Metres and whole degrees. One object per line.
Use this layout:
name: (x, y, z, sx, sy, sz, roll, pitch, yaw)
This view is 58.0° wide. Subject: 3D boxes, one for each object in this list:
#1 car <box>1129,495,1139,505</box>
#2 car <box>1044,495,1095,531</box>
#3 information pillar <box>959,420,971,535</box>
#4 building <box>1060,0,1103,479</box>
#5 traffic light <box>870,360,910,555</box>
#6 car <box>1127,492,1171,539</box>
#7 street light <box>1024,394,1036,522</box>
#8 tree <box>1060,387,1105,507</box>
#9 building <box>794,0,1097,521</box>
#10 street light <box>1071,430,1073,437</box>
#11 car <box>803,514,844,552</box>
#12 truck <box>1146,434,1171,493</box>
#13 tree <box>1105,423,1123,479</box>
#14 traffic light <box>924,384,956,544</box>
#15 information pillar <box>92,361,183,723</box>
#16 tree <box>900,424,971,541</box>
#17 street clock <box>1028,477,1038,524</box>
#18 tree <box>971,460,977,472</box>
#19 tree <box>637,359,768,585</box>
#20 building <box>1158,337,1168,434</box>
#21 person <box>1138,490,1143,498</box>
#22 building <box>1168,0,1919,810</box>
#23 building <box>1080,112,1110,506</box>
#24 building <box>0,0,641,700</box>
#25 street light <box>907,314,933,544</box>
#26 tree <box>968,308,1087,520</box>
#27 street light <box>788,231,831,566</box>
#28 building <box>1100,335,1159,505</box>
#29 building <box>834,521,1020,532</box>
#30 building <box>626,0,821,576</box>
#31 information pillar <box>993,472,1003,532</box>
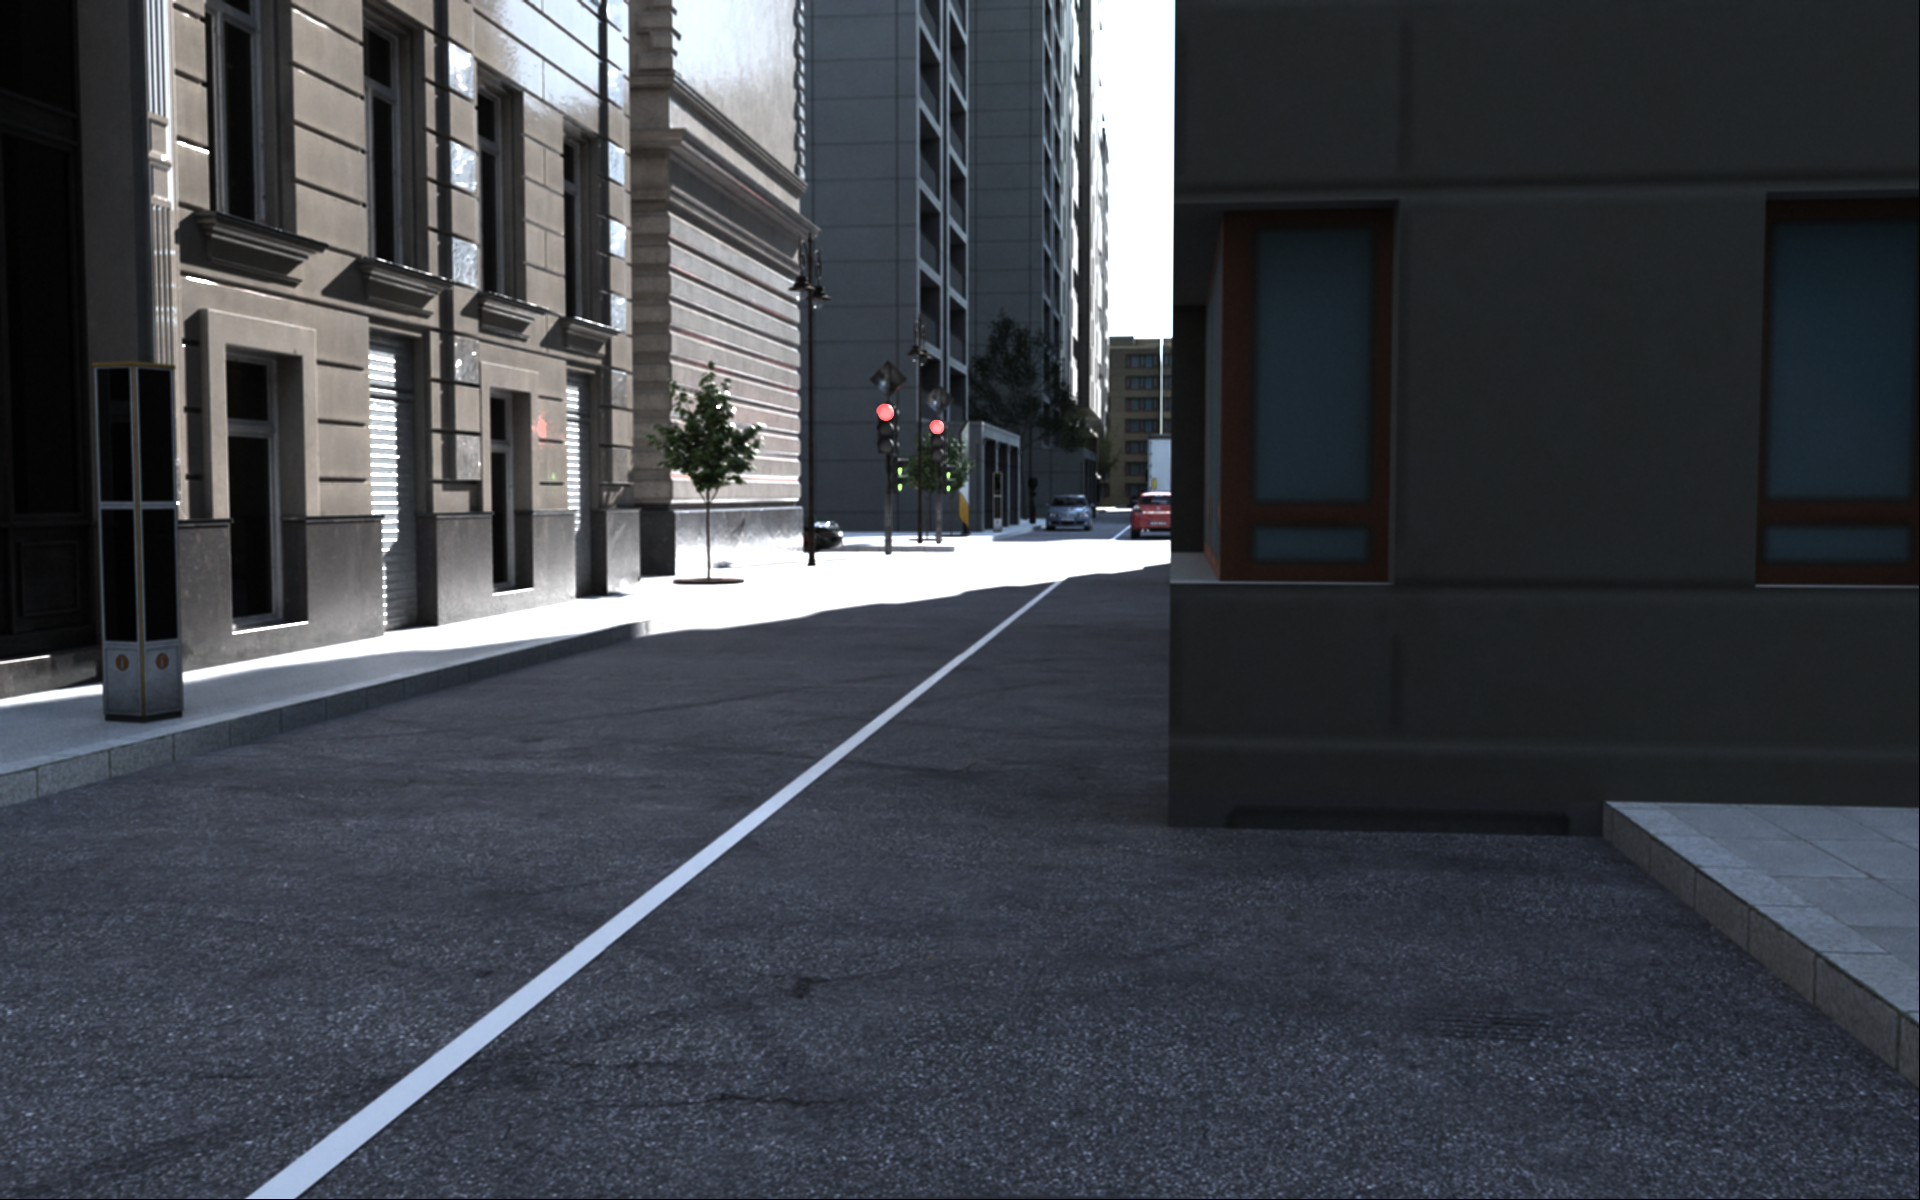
car: (19.536, -10.864, 190.210, 1.945, 1.354, 3.894, 0, 4, 6)
car: (4.380, -3.494, 69.126, 2.014, 1.417, 4.499, 0, 4, 6)
information pillar: (0.134, -3.876, 54.724, 0.183, 3.616, 0.504, 2, 4, 31)
building: (-0.708, -34.955, 160.754, 28.713, 52.752, 27.495, 0, 4, 7)
traffic light: (-1.491, -2.902, 36.362, 0.839, 4.253, 0.868, 0, 4, 7)
car: (6.548, -2.925, 56.861, 2.155, 1.783, 4.494, 0, 4, 7)
street light: (3.224, -6.490, 78.897, 0.468, 5.910, 1.993, 0, 4, 7)
tree: (7.191, -10.151, 116.327, 4.737, 8.622, 4.395, 0, 3, 0)
building: (-2.363, -40.502, 100.465, 20.563, 71.187, 20.611, 0, 4, 7)
street light: (7.369, -8.576, 113.009, 0.468, 5.910, 1.993, 0, 4, 7)
car: (-4.898, -1.938, 41.473, 4.222, 1.686, 2.009, 0, 4, 7)
truck: (10.675, -5.976, 86.614, 2.839, 4.237, 11.283, 0, 4, 7)
tree: (14.609, -13.868, 177.111, 4.737, 8.622, 4.395, 0, 3, 0)
traffic light: (-0.527, -3.386, 44.289, 0.839, 4.253, 0.868, 0, 4, 7)
information pillar: (-4.653, -0.326, 9.815, 0.304, 2.012, 0.304, 1, 4, 20)
tree: (-0.784, -3.246, 47.677, 1.663, 3.219, 1.824, 0, 3, 0)
street clock: (3.154, -4.312, 75.070, 0.358, 2.002, 0.471, -2, 4, -26)
tree: (-0.391, -3.492, 51.689, 1.663, 3.219, 1.824, 0, 3, 0)
tree: (-3.507, -1.853, 24.894, 1.663, 3.219, 1.824, 0, 3, 0)
building: (39.410, -22.515, 213.160, 28.899, 21.520, 27.650, 0, 4, 7)
person: (18.691, -10.366, 177.612, 0.705, 1.869, 1.348, -3, 5, -45)
building: (16.363, -10.667, 19.443, 27.650, 21.520, 28.899, 0, 4, 7)
building: (9.142, -30.856, 188.090, 14.086, 41.232, 14.154, 0, 4, 7)
building: (-11.333, -13.073, 11.007, 12.463, 27.353, 25.104, 0, 4, 7)
street light: (-1.031, -4.392, 44.596, 0.468, 5.910, 1.993, 0, 4, 7)
tree: (2.951, -9.339, 87.112, 7.601, 10.594, 8.767, 1, 4, 11)
street light: (-2.645, -3.544, 30.740, 0.468, 5.910, 1.993, 0, 4, 7)
building: (10.592, -22.764, 217.227, 28.899, 21.520, 27.650, 0, 4, 7)
building: (-8.147, -38.495, 67.638, 20.563, 71.187, 20.611, 0, 4, 7)
building: (-13.058, -12.442, 32.297, 19.941, 23.489, 11.050, 0, 4, 7)
information pillar: (1.277, -3.295, 58.367, 0.304, 2.012, 0.304, 0, 4, 6)
